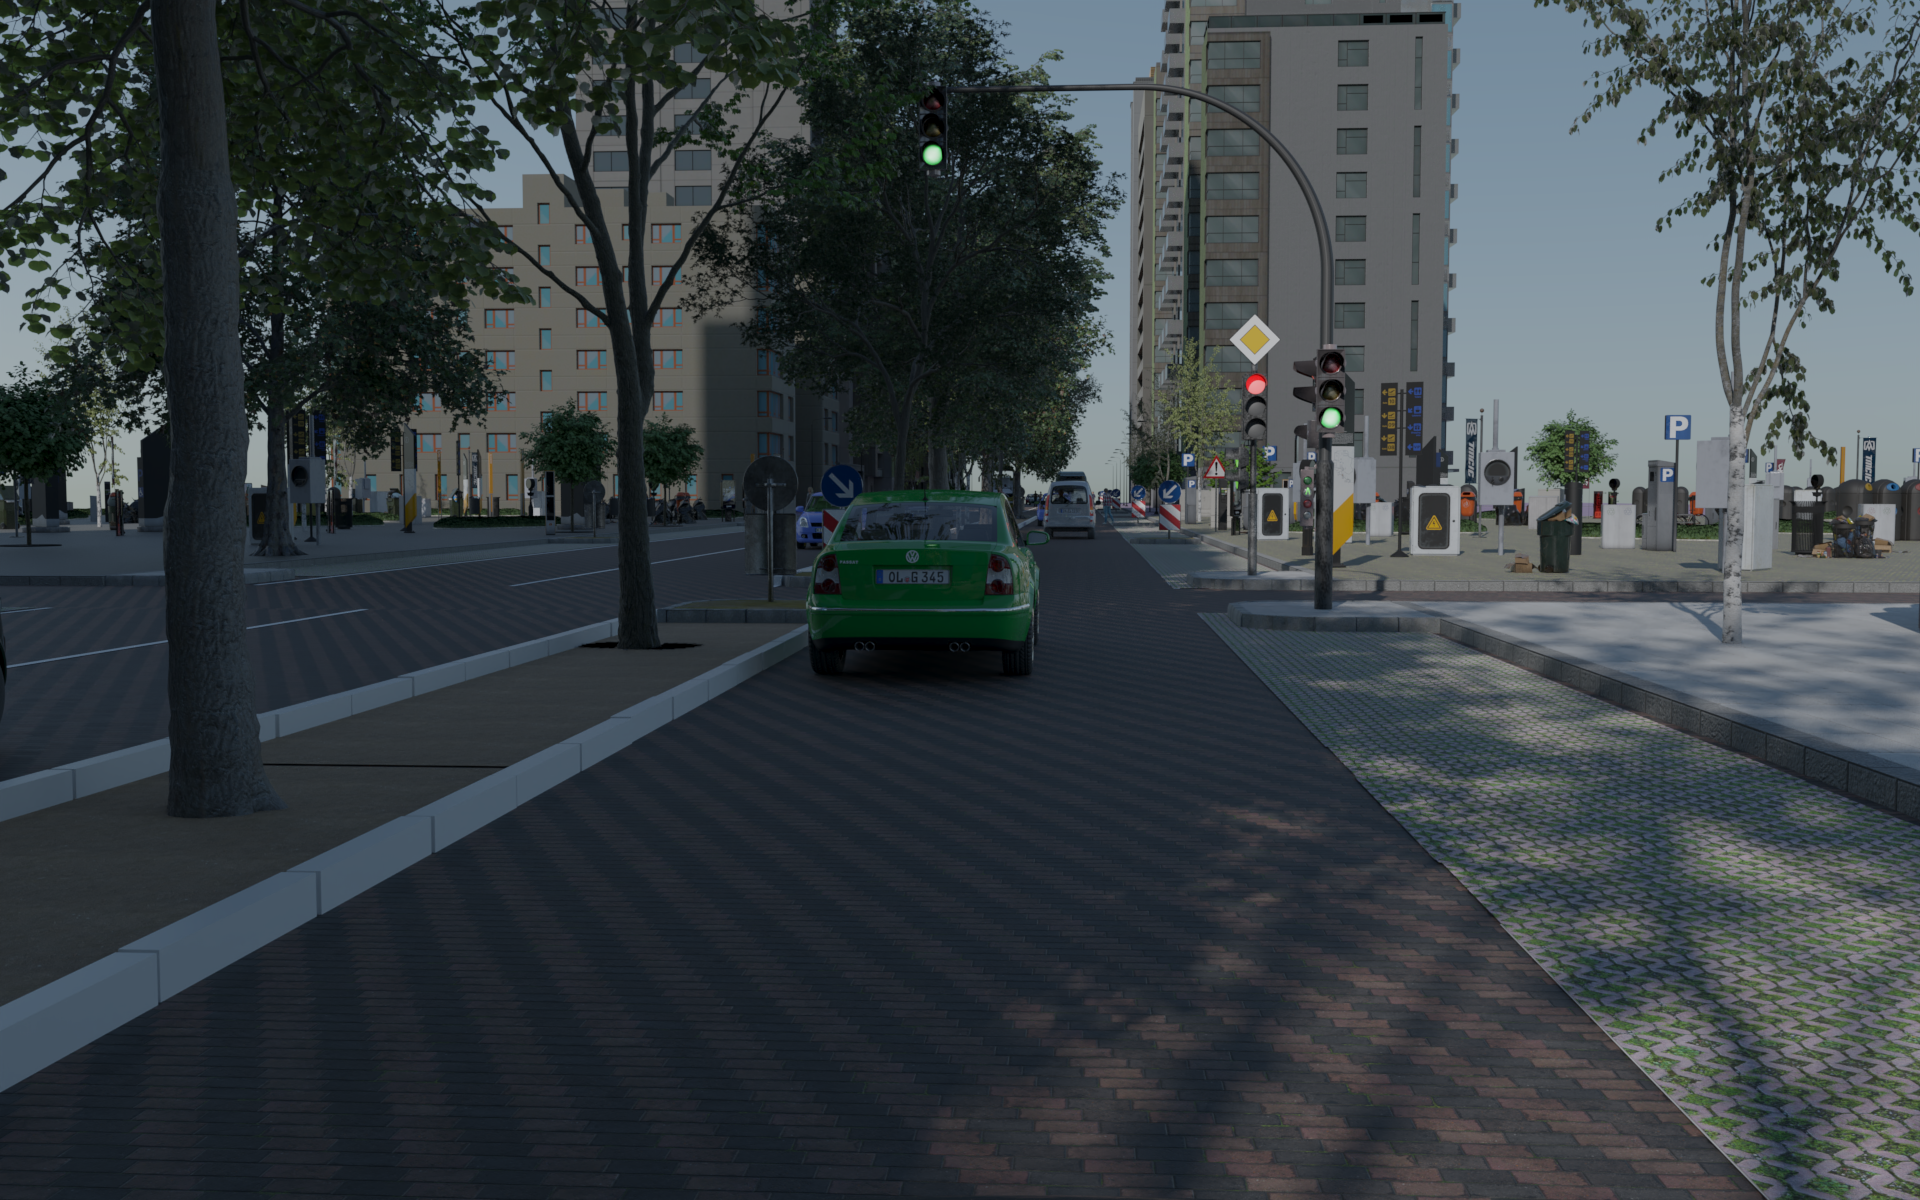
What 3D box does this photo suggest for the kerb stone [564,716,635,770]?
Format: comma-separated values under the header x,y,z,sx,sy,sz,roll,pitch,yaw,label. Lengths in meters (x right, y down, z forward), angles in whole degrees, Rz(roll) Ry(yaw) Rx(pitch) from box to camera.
x,y,z,sx,sy,sz,roll,pitch,yaw,label
-1.980,0.785,9.456,0.120,0.150,1.000,0,4,4,kerb stone

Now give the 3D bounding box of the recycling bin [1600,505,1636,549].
x,y,z,sx,sy,sz,roll,pitch,yaw,label
15.464,-1.722,40.706,0.722,1.027,0.722,1,4,17,recycling bin

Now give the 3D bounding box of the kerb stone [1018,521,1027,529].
x,y,z,sx,sy,sz,roll,pitch,yaw,label
2.807,-3.383,77.506,0.120,0.150,1.000,0,4,4,kerb stone

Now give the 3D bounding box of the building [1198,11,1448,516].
x,y,z,sx,sy,sz,roll,pitch,yaw,label
21.939,-20.590,108.346,14.160,30.474,14.107,0,4,4,building

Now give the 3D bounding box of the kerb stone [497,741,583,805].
x,y,z,sx,sy,sz,roll,pitch,yaw,label
-2.054,0.847,8.437,0.120,0.150,1.000,0,4,4,kerb stone

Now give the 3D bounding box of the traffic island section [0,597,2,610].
x,y,z,sx,sy,sz,roll,pitch,yaw,label
-12.882,0.107,20.537,2.009,0.180,2.903,0,4,4,traffic island section

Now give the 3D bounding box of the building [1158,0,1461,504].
x,y,z,sx,sy,sz,roll,pitch,yaw,label
28.163,-32.113,144.655,23.786,49.044,30.456,0,4,4,building

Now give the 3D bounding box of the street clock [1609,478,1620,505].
x,y,z,sx,sy,sz,roll,pitch,yaw,label
30.133,-4.600,79.782,0.358,2.002,0.471,-2,4,-30,street clock

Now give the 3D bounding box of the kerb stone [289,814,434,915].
x,y,z,sx,sy,sz,roll,pitch,yaw,label
-2.199,0.966,6.397,0.120,0.150,1.000,0,4,4,kerb stone

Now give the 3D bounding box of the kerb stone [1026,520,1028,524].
x,y,z,sx,sy,sz,roll,pitch,yaw,label
2.872,-3.446,78.530,0.120,0.150,1.000,0,4,4,kerb stone

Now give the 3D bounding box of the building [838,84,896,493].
x,y,z,sx,sy,sz,roll,pitch,yaw,label
-13.563,-29.214,161.244,14.154,41.232,14.086,0,4,4,building

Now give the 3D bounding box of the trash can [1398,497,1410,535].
x,y,z,sx,sy,sz,roll,pitch,yaw,label
14.107,-2.615,54.412,0.748,1.137,0.748,0,3,0,trash can

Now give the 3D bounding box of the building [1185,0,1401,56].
x,y,z,sx,sy,sz,roll,pitch,yaw,label
22.795,-26.839,122.406,14.154,41.232,14.086,0,4,4,building

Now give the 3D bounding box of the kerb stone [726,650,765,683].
x,y,z,sx,sy,sz,roll,pitch,yaw,label
-1.700,0.529,13.540,0.120,0.150,1.000,0,4,4,kerb stone

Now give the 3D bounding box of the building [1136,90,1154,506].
x,y,z,sx,sy,sz,roll,pitch,yaw,label
31.196,-35.059,196.921,21.300,48.544,21.600,0,4,4,building

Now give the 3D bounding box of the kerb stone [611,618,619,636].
x,y,z,sx,sy,sz,roll,pitch,yaw,label
-3.499,0.269,17.806,0.120,0.150,1.000,0,4,4,kerb stone

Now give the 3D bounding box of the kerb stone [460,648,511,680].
x,y,z,sx,sy,sz,roll,pitch,yaw,label
-3.794,0.519,13.705,0.120,0.150,1.000,0,4,4,kerb stone

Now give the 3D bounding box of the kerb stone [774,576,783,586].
x,y,z,sx,sy,sz,roll,pitch,yaw,label
-2.822,-0.328,27.559,0.120,0.150,1.000,0,4,4,kerb stone

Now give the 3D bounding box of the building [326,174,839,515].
x,y,z,sx,sy,sz,roll,pitch,yaw,label
-24.075,-16.766,119.167,27.650,21.520,28.899,0,4,4,building

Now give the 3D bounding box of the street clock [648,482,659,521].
x,y,z,sx,sy,sz,roll,pitch,yaw,label
-14.718,-4.813,83.270,0.471,2.002,0.358,1,4,11,street clock

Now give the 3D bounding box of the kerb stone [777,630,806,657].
x,y,z,sx,sy,sz,roll,pitch,yaw,label
-1.552,0.406,15.592,0.120,0.150,1.000,0,4,4,kerb stone

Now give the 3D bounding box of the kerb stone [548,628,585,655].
x,y,z,sx,sy,sz,roll,pitch,yaw,label
-3.641,0.394,15.756,0.120,0.150,1.000,0,4,4,kerb stone

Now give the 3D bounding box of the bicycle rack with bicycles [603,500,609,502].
x,y,z,sx,sy,sz,roll,pitch,yaw,label
-21.327,-5.250,99.211,2.852,0.926,2.925,-3,5,-40,bicycle rack with bicycles

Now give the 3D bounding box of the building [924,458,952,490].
x,y,z,sx,sy,sz,roll,pitch,yaw,label
-15.972,-23.817,234.448,27.650,21.520,28.899,0,4,4,building

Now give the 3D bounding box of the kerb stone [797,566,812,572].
x,y,z,sx,sy,sz,roll,pitch,yaw,label
-2.671,-0.453,29.603,0.120,0.150,1.000,0,4,4,kerb stone

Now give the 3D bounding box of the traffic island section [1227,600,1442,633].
x,y,z,sx,sy,sz,roll,pitch,yaw,label
4.067,0.180,19.344,2.009,0.180,2.903,0,4,4,traffic island section

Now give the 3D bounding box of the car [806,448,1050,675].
x,y,z,sx,sy,sz,roll,pitch,yaw,label
-0.208,-0.386,15.115,1.959,1.807,4.718,0,4,4,car

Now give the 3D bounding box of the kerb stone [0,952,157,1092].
x,y,z,sx,sy,sz,roll,pitch,yaw,label
-2.343,1.094,4.358,0.120,0.150,1.000,0,4,4,kerb stone

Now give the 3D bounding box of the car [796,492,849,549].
x,y,z,sx,sy,sz,roll,pitch,yaw,label
-3.367,-2.246,46.315,1.945,1.707,3.694,0,4,3,car

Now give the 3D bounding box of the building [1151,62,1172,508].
x,y,z,sx,sy,sz,roll,pitch,yaw,label
25.591,-29.588,167.358,14.154,41.232,14.086,0,4,4,building

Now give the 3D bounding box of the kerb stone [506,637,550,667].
x,y,z,sx,sy,sz,roll,pitch,yaw,label
-3.718,0.457,14.725,0.120,0.150,1.000,0,4,4,kerb stone

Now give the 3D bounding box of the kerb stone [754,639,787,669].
x,y,z,sx,sy,sz,roll,pitch,yaw,label
-1.623,0.470,14.563,0.120,0.150,1.000,0,4,4,kerb stone

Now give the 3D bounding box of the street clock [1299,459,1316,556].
x,y,z,sx,sy,sz,roll,pitch,yaw,label
7.254,-1.929,36.107,0.358,2.002,0.471,2,4,33,street clock

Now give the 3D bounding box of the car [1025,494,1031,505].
x,y,z,sx,sy,sz,roll,pitch,yaw,label
9.956,-14.080,239.240,2.155,1.783,4.494,0,4,4,car

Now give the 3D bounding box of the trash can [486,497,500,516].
x,y,z,sx,sy,sz,roll,pitch,yaw,label
-23.856,-4.702,88.539,0.748,1.137,0.748,0,3,0,trash can

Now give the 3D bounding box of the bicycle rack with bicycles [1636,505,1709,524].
x,y,z,sx,sy,sz,roll,pitch,yaw,label
23.418,-2.722,57.880,2.925,0.926,2.852,2,4,25,bicycle rack with bicycles

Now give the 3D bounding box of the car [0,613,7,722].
x,y,z,sx,sy,sz,roll,pitch,yaw,label
-6.323,0.100,8.149,2.009,1.686,4.222,0,4,3,car

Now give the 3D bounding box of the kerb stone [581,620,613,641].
x,y,z,sx,sy,sz,roll,pitch,yaw,label
-3.583,0.334,16.781,0.120,0.150,1.000,0,4,4,kerb stone

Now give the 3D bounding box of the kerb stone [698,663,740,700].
x,y,z,sx,sy,sz,roll,pitch,yaw,label
-1.768,0.596,12.519,0.120,0.150,1.000,0,4,4,kerb stone

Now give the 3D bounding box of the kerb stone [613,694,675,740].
x,y,z,sx,sy,sz,roll,pitch,yaw,label
-1.919,0.717,10.477,0.120,0.150,1.000,0,4,4,kerb stone

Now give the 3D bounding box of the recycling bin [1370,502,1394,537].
x,y,z,sx,sy,sz,roll,pitch,yaw,label
12.713,-2.435,52.371,0.722,1.027,0.722,1,4,20,recycling bin

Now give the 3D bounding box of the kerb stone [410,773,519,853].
x,y,z,sx,sy,sz,roll,pitch,yaw,label
-2.121,0.906,7.417,0.120,0.150,1.000,0,4,4,kerb stone

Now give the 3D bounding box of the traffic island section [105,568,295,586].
x,y,z,sx,sy,sz,roll,pitch,yaw,label
-12.322,-0.381,28.503,2.009,0.180,2.903,0,4,4,traffic island section

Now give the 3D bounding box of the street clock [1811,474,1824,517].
x,y,z,sx,sy,sz,roll,pitch,yaw,label
31.343,-3.596,63.360,0.358,2.002,0.471,-1,4,-8,street clock

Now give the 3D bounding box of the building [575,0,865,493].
x,y,z,sx,sy,sz,roll,pitch,yaw,label
-18.676,-43.065,142.364,20.563,71.187,20.611,0,4,4,building

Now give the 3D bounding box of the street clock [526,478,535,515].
x,y,z,sx,sy,sz,roll,pitch,yaw,label
-19.929,-4.638,80.400,0.358,2.002,0.471,-3,5,-44,street clock

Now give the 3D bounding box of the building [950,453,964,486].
x,y,z,sx,sy,sz,roll,pitch,yaw,label
-6.857,-29.602,255.689,14.160,30.474,14.107,0,4,4,building

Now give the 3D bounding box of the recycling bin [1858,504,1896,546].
x,y,z,sx,sy,sz,roll,pitch,yaw,label
22.837,-1.873,43.173,0.722,1.027,0.722,1,4,17,recycling bin

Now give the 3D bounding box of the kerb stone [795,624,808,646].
x,y,z,sx,sy,sz,roll,pitch,yaw,label
-1.485,0.340,16.628,0.120,0.150,1.000,0,4,4,kerb stone

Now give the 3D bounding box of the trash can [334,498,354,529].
x,y,z,sx,sy,sz,roll,pitch,yaw,label
-22.541,-3.161,63.329,0.748,1.137,0.748,0,3,0,trash can

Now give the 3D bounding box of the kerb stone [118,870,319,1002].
x,y,z,sx,sy,sz,roll,pitch,yaw,label
-2.277,1.029,5.378,0.120,0.150,1.000,0,4,4,kerb stone

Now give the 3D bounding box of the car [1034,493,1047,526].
x,y,z,sx,sy,sz,roll,pitch,yaw,label
4.322,-4.192,78.134,1.945,1.707,3.694,0,4,2,car

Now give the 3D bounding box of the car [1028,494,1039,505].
x,y,z,sx,sy,sz,roll,pitch,yaw,label
9.901,-13.122,226.341,2.131,1.459,4.920,0,4,3,car

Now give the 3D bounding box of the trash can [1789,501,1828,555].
x,y,z,sx,sy,sz,roll,pitch,yaw,label
17.812,-1.513,36.395,0.748,1.137,0.748,0,3,0,trash can

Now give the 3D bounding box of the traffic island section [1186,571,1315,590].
x,y,z,sx,sy,sz,roll,pitch,yaw,label
4.628,-0.308,27.310,2.009,0.180,2.903,0,4,4,traffic island section

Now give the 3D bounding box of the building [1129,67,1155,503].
x,y,z,sx,sy,sz,roll,pitch,yaw,label
34.615,-43.024,245.445,21.231,58.520,28.212,0,4,4,building

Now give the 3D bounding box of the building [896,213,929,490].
x,y,z,sx,sy,sz,roll,pitch,yaw,label
-14.613,-33.603,204.039,22.147,44.769,28.867,0,4,4,building

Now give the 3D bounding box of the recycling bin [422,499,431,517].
x,y,z,sx,sy,sz,roll,pitch,yaw,label
-29.996,-5.142,96.632,0.722,1.027,0.722,1,4,10,recycling bin

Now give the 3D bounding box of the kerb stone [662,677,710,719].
x,y,z,sx,sy,sz,roll,pitch,yaw,label
-1.841,0.658,11.499,0.120,0.150,1.000,0,4,4,kerb stone
